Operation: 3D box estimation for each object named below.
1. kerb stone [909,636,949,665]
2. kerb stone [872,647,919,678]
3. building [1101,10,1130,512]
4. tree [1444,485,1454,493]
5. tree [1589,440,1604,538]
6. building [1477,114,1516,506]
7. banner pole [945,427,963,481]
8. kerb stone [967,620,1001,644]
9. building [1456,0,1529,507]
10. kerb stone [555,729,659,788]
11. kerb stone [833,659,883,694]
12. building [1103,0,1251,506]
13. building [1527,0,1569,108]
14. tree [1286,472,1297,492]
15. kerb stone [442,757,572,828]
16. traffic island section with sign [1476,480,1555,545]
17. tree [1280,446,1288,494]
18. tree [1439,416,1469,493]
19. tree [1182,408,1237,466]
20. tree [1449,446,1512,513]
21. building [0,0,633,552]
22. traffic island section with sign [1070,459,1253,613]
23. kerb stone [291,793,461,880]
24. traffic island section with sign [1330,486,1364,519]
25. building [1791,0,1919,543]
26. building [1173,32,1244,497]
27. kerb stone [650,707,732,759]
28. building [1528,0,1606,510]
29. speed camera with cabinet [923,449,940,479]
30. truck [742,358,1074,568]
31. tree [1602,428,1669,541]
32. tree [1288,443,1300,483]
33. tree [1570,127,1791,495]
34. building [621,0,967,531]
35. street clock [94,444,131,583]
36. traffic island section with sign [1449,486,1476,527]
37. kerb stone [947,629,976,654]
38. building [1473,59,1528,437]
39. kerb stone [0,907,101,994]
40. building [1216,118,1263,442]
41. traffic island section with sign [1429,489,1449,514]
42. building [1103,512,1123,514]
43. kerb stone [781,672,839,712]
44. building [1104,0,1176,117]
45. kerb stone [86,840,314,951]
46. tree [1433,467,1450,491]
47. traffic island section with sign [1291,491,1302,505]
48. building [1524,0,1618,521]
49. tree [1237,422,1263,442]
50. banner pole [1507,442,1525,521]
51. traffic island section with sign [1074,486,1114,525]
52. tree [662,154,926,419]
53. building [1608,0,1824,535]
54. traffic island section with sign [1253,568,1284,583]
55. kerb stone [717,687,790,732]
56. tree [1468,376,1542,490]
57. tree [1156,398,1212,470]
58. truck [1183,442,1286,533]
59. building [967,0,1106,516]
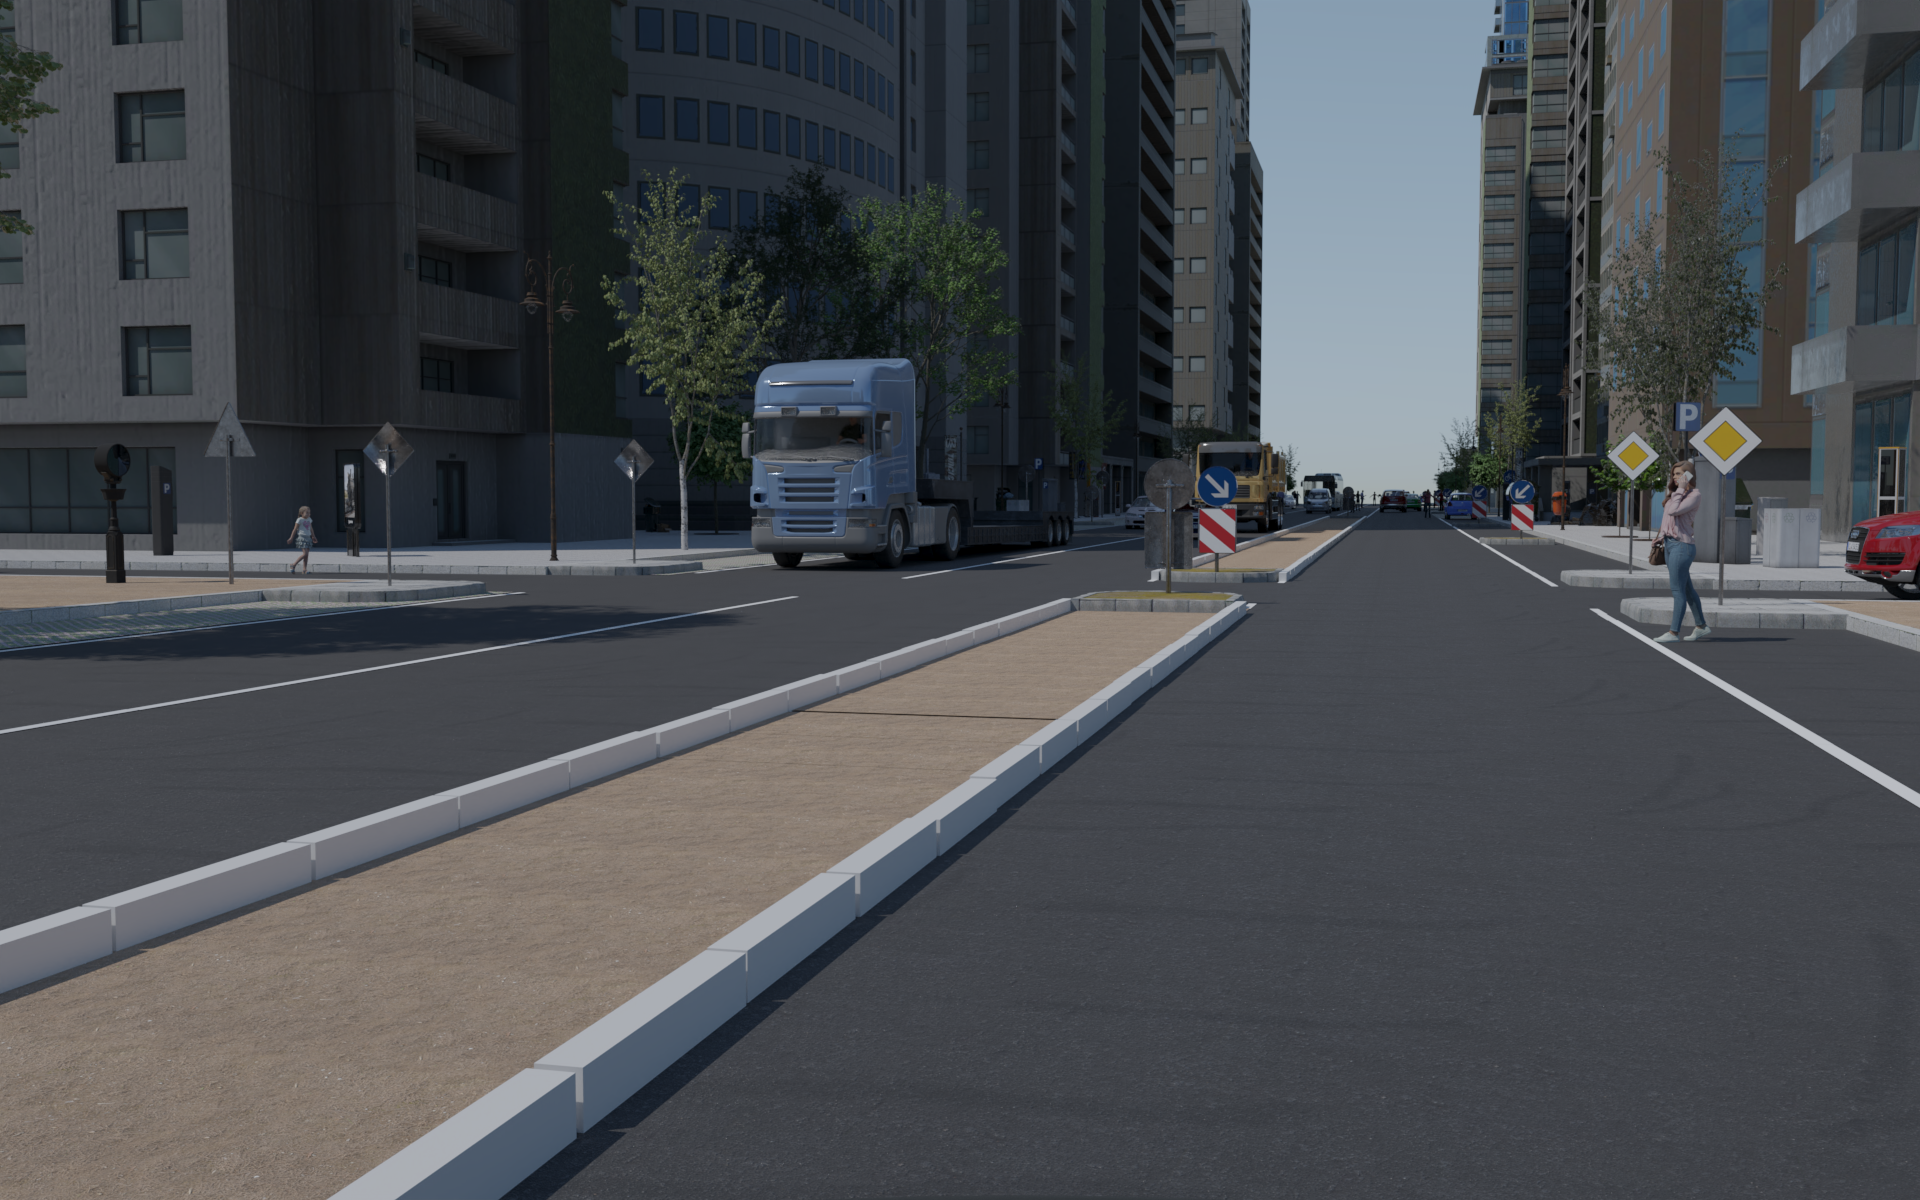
[{"bbox_3d":[-0.304,0.450,14.832,0.120,0.150,1.000,1,4,14],"label":"kerb stone"},{"bbox_3d":[-0.543,0.512,13.828,0.120,0.150,1.000,1,4,14],"label":"kerb stone"},{"bbox_3d":[10.678,-44.105,159.373,20.563,71.187,20.611,1,4,14],"label":"building"},{"bbox_3d":[57.851,-12.825,204.297,1.663,3.219,1.824,0,3,0],"label":"tree"},{"bbox_3d":[19.311,-3.446,50.944,1.663,3.219,1.824,0,3,0],"label":"tree"},{"bbox_3d":[63.770,-30.872,188.345,14.154,41.232,14.086,1,4,14],"label":"building"},{"bbox_3d":[-0.182,-4.561,64.589,0.863,3.779,0.401,-1,4,-10],"label":"banner pole"},{"bbox_3d":[0.201,0.329,16.817,0.120,0.150,1.000,1,4,14],"label":"kerb stone"},{"bbox_3d":[80.054,-56.380,234.481,22.319,86.520,31.000,1,4,14],"label":"building"},{"bbox_3d":[-1.817,0.816,8.860,0.120,0.150,1.000,1,4,14],"label":"kerb stone"},{"bbox_3d":[-0.795,0.577,12.836,0.120,0.150,1.000,1,4,14],"label":"kerb stone"},{"bbox_3d":[32.955,-49.577,248.835,20.563,71.187,20.611,1,4,14],"label":"building"},{"bbox_3d":[49.616,-27.303,130.000,14.154,41.232,14.086,1,4,14],"label":"building"},{"bbox_3d":[48.079,-16.620,255.452,4.285,4.588,4.351,0,3,0],"label":"tree"},{"bbox_3d":[-2.063,0.878,7.868,0.120,0.150,1.000,1,4,14],"label":"kerb stone"},{"bbox_3d":[16.057,-2.529,49.979,1.989,1.847,2.006,1,4,14],"label":"traffic island section with sign"},{"bbox_3d":[34.368,-15.311,200.696,4.737,8.622,4.395,0,3,0],"label":"tree"},{"bbox_3d":[47.187,-12.973,162.474,4.737,8.622,4.395,0,3,0],"label":"tree"},{"bbox_3d":[21.247,-12.164,149.238,4.737,8.622,4.395,0,3,0],"label":"tree"},{"bbox_3d":[35.761,-8.148,116.928,4.285,4.588,4.351,0,3,0],"label":"tree"},{"bbox_3d":[-17.925,-16.668,44.229,14.160,30.474,14.107,1,4,14],"label":"building"},{"bbox_3d":[2.542,-0.834,21.777,2.006,1.907,1.989,1,4,14],"label":"traffic island section with sign"},{"bbox_3d":[-2.308,0.937,6.875,0.120,0.150,1.000,1,4,14],"label":"kerb stone"},{"bbox_3d":[22.790,-5.729,101.810,2.006,1.907,1.989,1,4,14],"label":"traffic island section with sign"},{"bbox_3d":[34.008,-25.405,34.974,30.456,49.044,23.786,1,4,14],"label":"building"},{"bbox_3d":[18.074,-37.732,206.150,28.713,52.752,27.495,1,4,14],"label":"building"},{"bbox_3d":[-1.555,0.760,9.853,0.120,0.150,1.000,1,4,14],"label":"kerb stone"},{"bbox_3d":[48.623,-41.176,111.476,20.563,71.187,20.611,1,4,14],"label":"building"},{"bbox_3d":[-0.980,-4.919,74.761,0.660,3.252,2.038,-1,4,-22],"label":"speed camera with cabinet"},{"bbox_3d":[-0.459,-3.090,40.278,2.967,4.110,18.799,1,4,16],"label":"truck"},{"bbox_3d":[18.981,-3.228,47.379,1.663,3.219,1.824,0,3,0],"label":"tree"},{"bbox_3d":[47.201,-18.362,250.586,4.737,8.622,4.395,0,3,0],"label":"tree"},{"bbox_3d":[14.991,-5.215,35.636,4.360,8.622,3.978,0,3,0],"label":"tree"},{"bbox_3d":[-13.274,-32.429,72.219,21.231,58.520,28.212,1,4,14],"label":"building"},{"bbox_3d":[-12.175,-1.245,24.923,0.358,2.002,0.471,1,4,15],"label":"street clock"},{"bbox_3d":[22.674,-4.127,76.112,1.989,1.847,2.006,1,4,14],"label":"traffic island section with sign"},{"bbox_3d":[-0.055,0.398,15.824,0.120,0.150,1.000,1,4,14],"label":"kerb stone"},{"bbox_3d":[76.219,-37.745,206.369,28.713,52.752,27.495,1,4,14],"label":"building"},{"bbox_3d":[-2.805,1.058,4.890,0.120,0.150,1.000,1,4,14],"label":"kerb stone"},{"bbox_3d":[28.318,-37.019,228.968,21.300,48.544,21.600,1,4,14],"label":"building"},{"bbox_3d":[34.988,-7.104,124.785,1.989,1.847,2.006,1,4,14],"label":"traffic island section with sign"},{"bbox_3d":[1.183,-41.562,117.786,20.563,71.187,20.611,1,4,14],"label":"building"},{"bbox_3d":[-1.058,0.634,11.837,0.120,0.150,1.000,1,4,14],"label":"kerb stone"},{"bbox_3d":[5.356,-31.558,139.678,21.300,48.544,21.600,1,4,14],"label":"building"},{"bbox_3d":[-2.560,0.998,5.882,0.120,0.150,1.000,1,4,14],"label":"kerb stone"},{"bbox_3d":[53.506,-12.395,186.371,4.285,4.588,4.351,0,3,0],"label":"tree"},{"bbox_3d":[45.317,-13.835,234.822,1.989,1.847,2.006,1,4,14],"label":"traffic island section with sign"},{"bbox_3d":[44.824,-23.969,83.768,32.217,40.220,23.993,1,4,14],"label":"building"},{"bbox_3d":[28.080,-13.676,173.969,4.737,8.622,4.395,0,3,0],"label":"tree"},{"bbox_3d":[26.565,-5.672,82.753,0.401,3.779,0.863,-2,4,-29],"label":"banner pole"},{"bbox_3d":[6.043,-4.340,79.591,1.989,1.847,2.006,1,4,14],"label":"traffic island section with sign"},{"bbox_3d":[-4.704,-6.917,47.510,7.601,10.594,8.767,1,4,17],"label":"tree"},{"bbox_3d":[30.385,-24.960,58.211,14.600,45.320,14.200,1,4,14],"label":"building"},{"bbox_3d":[4.368,-1.273,28.956,2.006,1.907,1.989,1,4,14],"label":"traffic island section with sign"},{"bbox_3d":[-1.306,0.694,10.844,0.120,0.150,1.000,1,4,14],"label":"kerb stone"},{"bbox_3d":[34.554,-9.690,108.800,4.737,8.622,4.395,0,3,0],"label":"tree"},{"bbox_3d":[17.119,-11.137,132.452,4.360,8.622,3.978,0,3,0],"label":"tree"},{"bbox_3d":[10.790,-4.316,66.491,3.469,3.379,9.791,1,4,15],"label":"truck"},{"bbox_3d":[0.259,-25.428,99.344,14.154,41.232,14.086,1,4,14],"label":"building"}]
